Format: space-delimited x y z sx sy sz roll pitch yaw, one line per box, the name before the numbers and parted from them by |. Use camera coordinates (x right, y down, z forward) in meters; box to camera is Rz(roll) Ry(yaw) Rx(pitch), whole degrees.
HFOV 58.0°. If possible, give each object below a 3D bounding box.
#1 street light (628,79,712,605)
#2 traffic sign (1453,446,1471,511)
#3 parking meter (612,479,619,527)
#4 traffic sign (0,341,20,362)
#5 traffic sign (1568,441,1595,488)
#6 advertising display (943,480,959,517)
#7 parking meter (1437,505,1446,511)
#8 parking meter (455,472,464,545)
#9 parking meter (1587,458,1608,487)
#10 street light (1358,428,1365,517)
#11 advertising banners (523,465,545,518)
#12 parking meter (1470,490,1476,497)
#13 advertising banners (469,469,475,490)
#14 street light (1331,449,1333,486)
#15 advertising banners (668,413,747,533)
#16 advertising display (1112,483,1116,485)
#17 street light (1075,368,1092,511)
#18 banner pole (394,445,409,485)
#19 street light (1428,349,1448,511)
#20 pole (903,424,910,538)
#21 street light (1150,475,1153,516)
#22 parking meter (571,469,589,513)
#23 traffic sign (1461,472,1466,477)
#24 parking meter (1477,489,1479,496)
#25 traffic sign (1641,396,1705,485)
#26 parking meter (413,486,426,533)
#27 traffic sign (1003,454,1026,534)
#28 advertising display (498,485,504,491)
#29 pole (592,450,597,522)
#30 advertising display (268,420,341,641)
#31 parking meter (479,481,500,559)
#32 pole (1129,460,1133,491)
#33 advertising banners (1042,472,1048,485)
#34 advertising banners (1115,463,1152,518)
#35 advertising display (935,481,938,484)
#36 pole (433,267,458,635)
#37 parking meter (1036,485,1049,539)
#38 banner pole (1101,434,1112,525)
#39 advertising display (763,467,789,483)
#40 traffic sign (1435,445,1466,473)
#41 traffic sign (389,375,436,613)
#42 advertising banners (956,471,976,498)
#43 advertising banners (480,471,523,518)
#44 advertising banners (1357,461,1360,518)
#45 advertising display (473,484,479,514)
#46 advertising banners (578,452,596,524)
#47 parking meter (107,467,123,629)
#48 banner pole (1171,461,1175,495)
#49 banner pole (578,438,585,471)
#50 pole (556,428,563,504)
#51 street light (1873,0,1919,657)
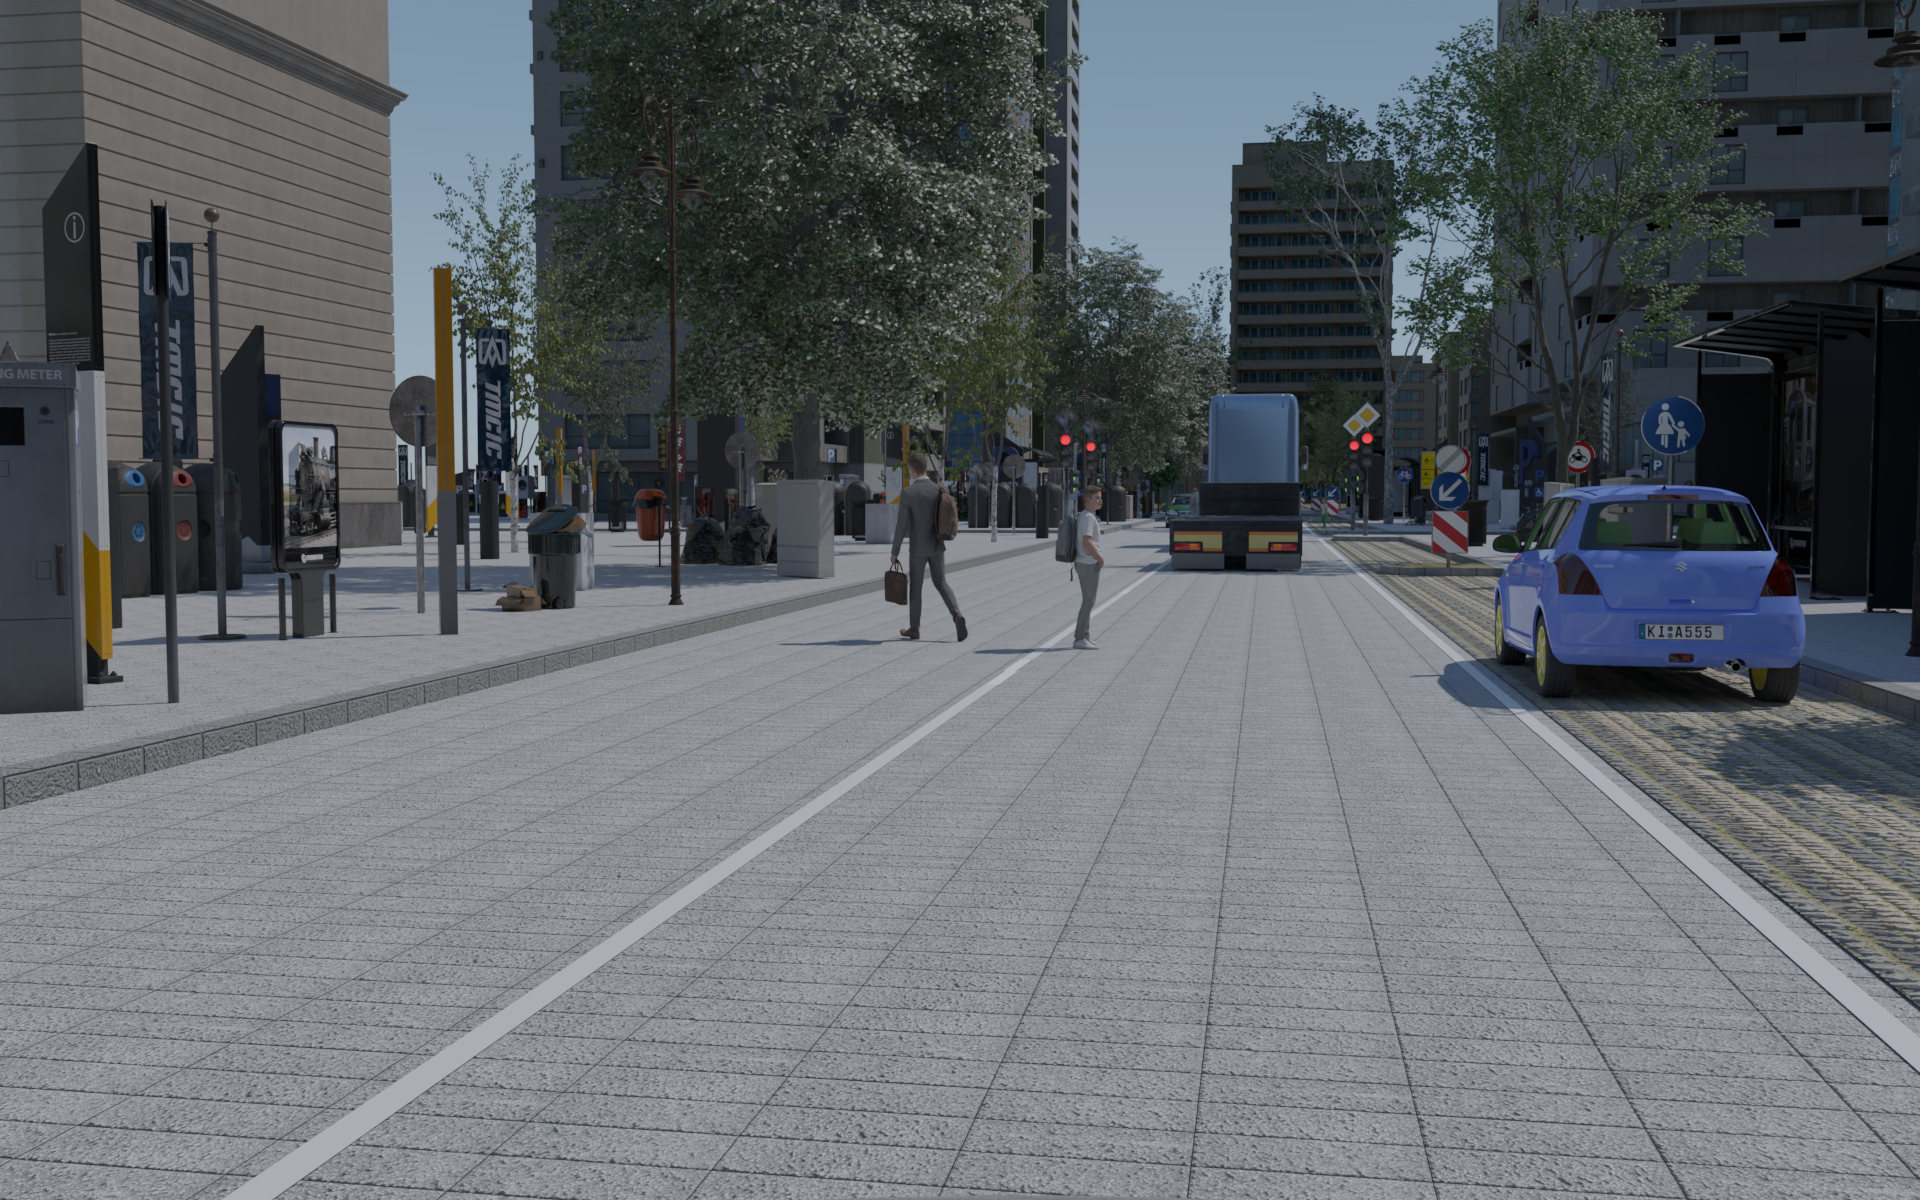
street light | -3.290 -2.880 19.881 0.468 5.910 1.993 1 4 10
traffic sign | 13.192 -2.814 46.123 0.768 2.556 0.104 1 4 11
parking meter | -13.441 -3.783 67.558 0.255 1.863 0.399 -1 4 -14
traffic sign | -8.080 -0.901 14.730 0.884 2.594 0.081 1 4 19
traffic sign | 14.856 -2.542 41.667 0.768 2.556 0.104 1 4 15
advertising display | -0.419 -4.465 78.219 0.123 1.923 0.974 -3 5 -45
parking meter | 18.439 -3.542 66.327 0.372 1.533 0.369 0 3 0
parking meter | -12.603 -2.321 43.663 0.399 1.863 0.255 0 4 -4
parking meter | 10.393 -1.380 28.268 0.255 1.863 0.399 1 4 9
street light | 22.109 -7.517 95.698 0.468 5.910 1.993 1 4 10
advertising banners | -23.421 -5.918 92.951 2.074 3.025 0.090 0 4 7
parking meter | 35.454 -6.812 119.784 0.372 1.533 0.369 0 3 0
advertising banners | -34.168 -7.497 118.762 2.074 3.025 0.090 -3 5 -41
street light | 28.906 -9.879 134.316 0.468 5.910 1.993 1 4 10
advertising banners | -5.366 -2.466 36.513 2.074 3.025 0.090 2 4 29
advertising display | 8.917 -5.861 101.048 0.974 1.923 0.123 1 4 8
street light | 4.520 -5.546 63.469 0.468 5.910 1.993 1 4 10
banner pole | -24.911 -5.322 77.039 0.863 3.779 0.401 0 4 6
street light | 14.350 -4.854 52.148 0.468 5.910 1.993 1 4 10
pole | -1.570 -3.472 50.603 0.158 3.312 0.155 0 3 0
street light | 11.300 -7.911 102.128 0.468 5.910 1.993 1 4 10
parking meter | -9.002 -2.163 41.075 0.255 1.863 0.399 2 4 25
traffic sign | 13.966 -2.860 48.898 0.606 2.300 0.079 1 4 19
parking meter | 33.371 -6.435 110.930 0.399 1.863 0.255 -1 4 -11
traffic sign | 9.244 -1.371 22.527 0.768 2.556 0.104 1 4 18
parking meter | -17.631 -2.943 56.528 0.372 1.533 0.369 0 3 0
traffic sign | 1.724 -3.385 55.452 0.768 2.556 0.104 1 4 19
advertising display | -32.838 -7.195 122.845 0.974 1.923 0.123 1 4 12
pole | -16.814 -5.248 79.655 0.158 3.312 0.155 0 3 0
advertising display | -5.872 -0.632 15.555 0.123 1.923 0.974 1 4 9
parking meter | -9.275 -1.573 34.122 0.372 1.533 0.369 0 3 0
pole | 9.924 -6.524 100.517 0.158 3.312 0.155 0 3 0
advertising banners | 7.622 -8.705 138.507 2.074 3.025 0.090 0 3 0
advertising banners | 9.323 -5.945 93.389 2.074 3.025 0.090 1 4 15
advertising display | -0.808 -5.109 88.753 0.974 1.923 0.123 -2 4 -31
pole | -4.678 -1.340 15.749 0.158 3.312 0.155 0 3 0
parking meter | 2.374 -2.542 49.973 0.372 1.533 0.369 0 3 0
banner pole | 6.045 -5.014 71.988 0.401 3.779 0.863 2 4 31
advertising display | -4.359 -2.200 41.190 0.123 1.923 0.974 2 4 26
traffic sign | 12.777 -2.757 45.189 0.768 2.556 0.104 1 4 12
traffic sign | -5.811 -1.131 18.604 0.768 2.556 0.104 1 4 18
advertising banners | 0.474 -8.088 128.422 0.090 3.025 2.074 -3 5 -44
advertising banners | -23.889 -5.729 89.857 2.074 3.025 0.090 0 4 -6
advertising banners | 21.697 -5.929 93.133 0.090 3.025 2.074 2 4 35
advertising display | -31.831 -6.668 114.241 0.123 1.923 0.974 1 4 15
advertising banners | -15.765 -4.708 73.157 0.090 3.025 2.074 0 4 6
parking meter | -8.210 -0.495 16.508 0.372 1.533 0.369 0 3 0
banner pole | 16.157 -8.888 135.330 0.863 3.779 0.401 -2 4 -24
banner pole | -16.721 -5.295 76.594 0.401 3.779 0.863 1 4 12
pole | -12.426 -3.665 53.769 0.158 3.312 0.155 0 3 0
street light | 7.582 -2.492 13.524 0.468 5.910 1.993 1 4 10
